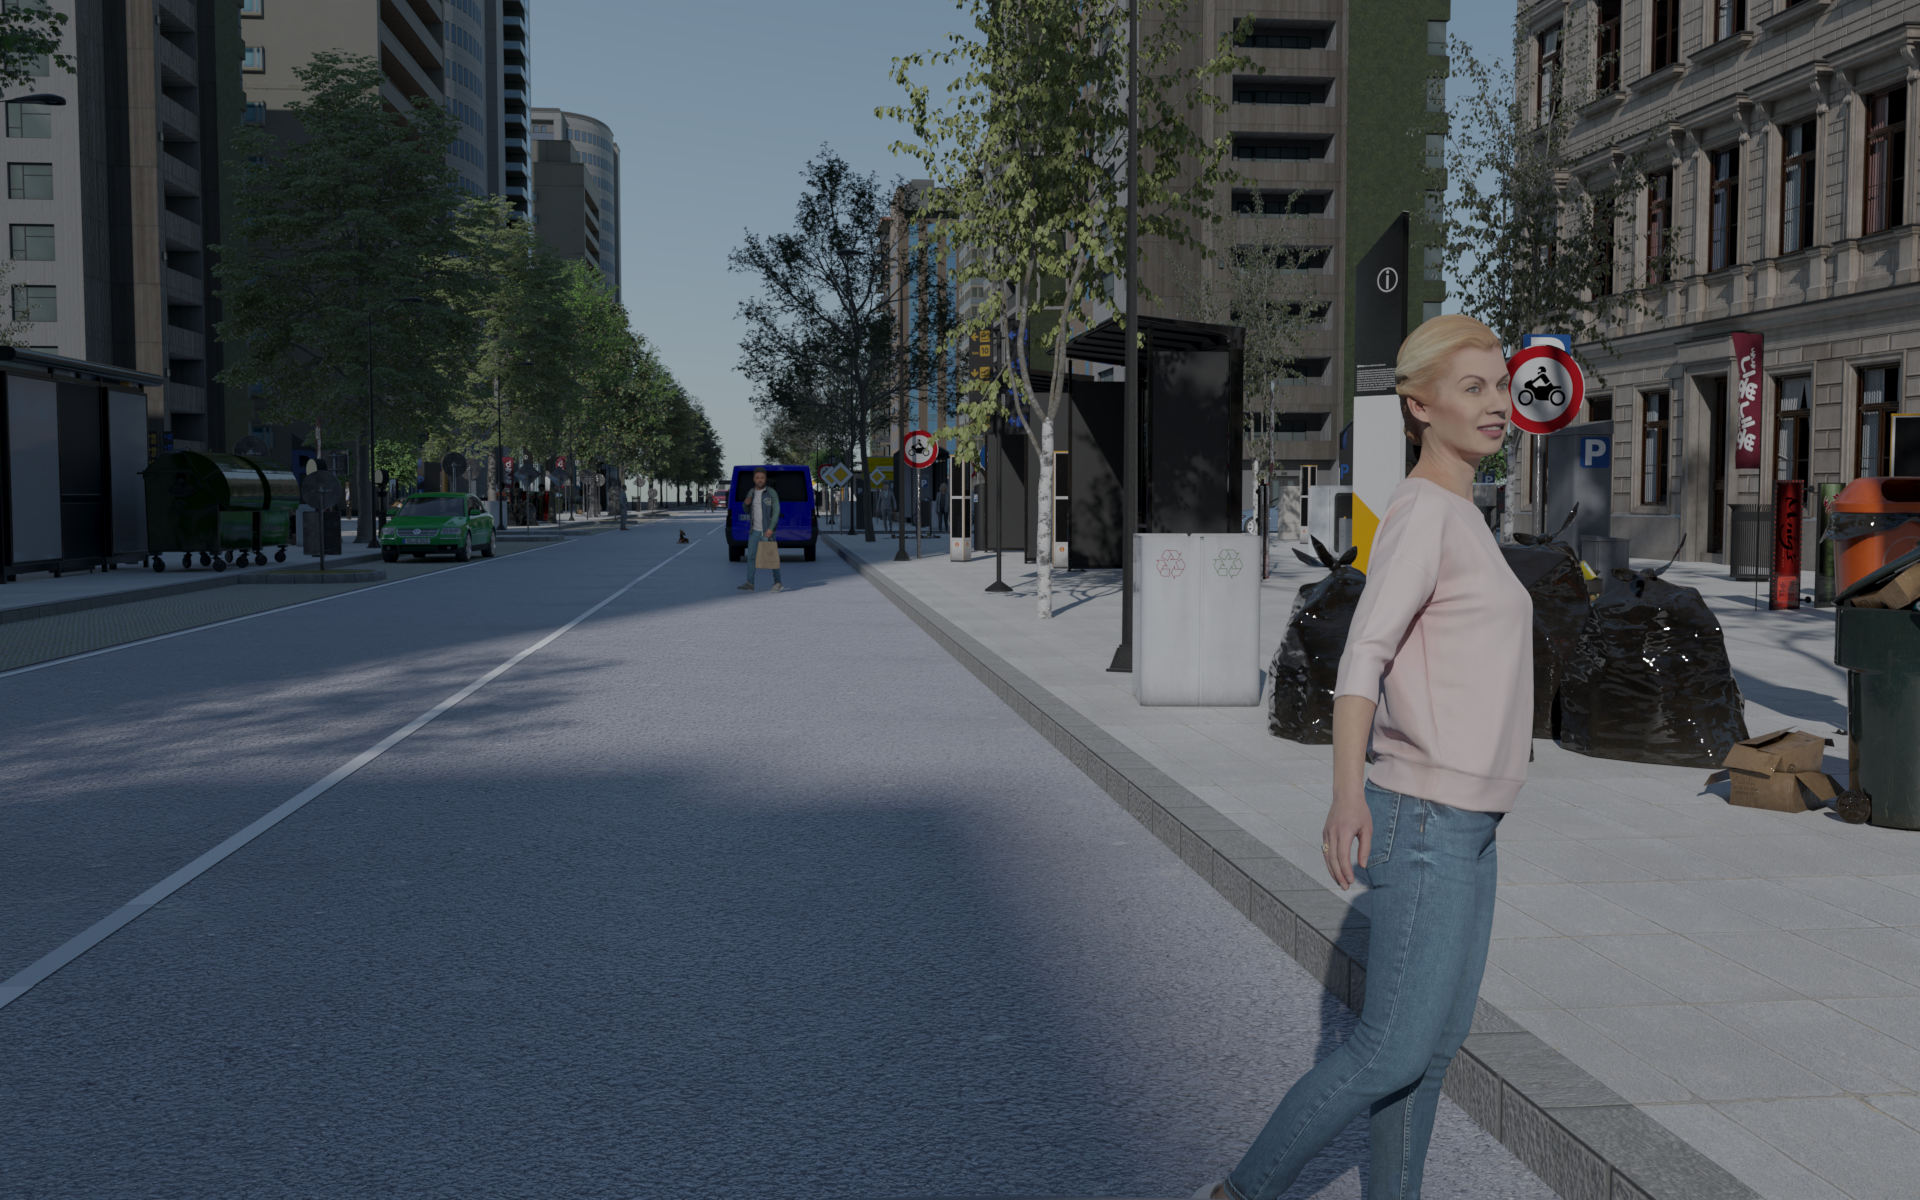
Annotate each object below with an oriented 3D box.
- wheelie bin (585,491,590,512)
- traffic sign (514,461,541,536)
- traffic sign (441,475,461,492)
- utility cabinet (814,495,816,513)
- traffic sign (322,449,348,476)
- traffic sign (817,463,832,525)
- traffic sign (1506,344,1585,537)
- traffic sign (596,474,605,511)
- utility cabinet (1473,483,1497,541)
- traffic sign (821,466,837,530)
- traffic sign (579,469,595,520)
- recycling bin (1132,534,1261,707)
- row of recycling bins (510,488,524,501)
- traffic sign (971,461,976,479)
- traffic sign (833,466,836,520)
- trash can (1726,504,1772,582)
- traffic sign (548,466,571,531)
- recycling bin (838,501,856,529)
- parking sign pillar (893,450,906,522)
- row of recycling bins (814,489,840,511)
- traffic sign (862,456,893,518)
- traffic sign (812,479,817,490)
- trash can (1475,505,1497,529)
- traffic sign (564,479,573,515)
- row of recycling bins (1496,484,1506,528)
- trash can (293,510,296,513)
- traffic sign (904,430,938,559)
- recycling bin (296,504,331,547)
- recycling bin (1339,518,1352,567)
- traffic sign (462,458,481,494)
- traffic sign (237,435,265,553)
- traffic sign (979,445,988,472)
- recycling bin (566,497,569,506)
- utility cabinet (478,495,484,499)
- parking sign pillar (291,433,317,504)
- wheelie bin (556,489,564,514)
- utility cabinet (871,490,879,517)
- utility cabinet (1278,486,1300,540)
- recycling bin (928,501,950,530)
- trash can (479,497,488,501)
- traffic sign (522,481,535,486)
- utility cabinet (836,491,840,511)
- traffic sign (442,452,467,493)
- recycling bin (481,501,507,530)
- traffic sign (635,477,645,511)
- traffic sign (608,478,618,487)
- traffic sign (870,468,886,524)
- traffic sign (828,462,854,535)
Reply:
[{"bbox_3d":[-26.060,-6.990,122.197,0.693,1.594,0.980,0,4,1],"label":"wheelie bin"},{"bbox_3d":[-13.197,-3.012,52.886,0.795,2.450,0.064,0,4,-6],"label":"traffic sign"},{"bbox_3d":[-22.551,-4.693,76.727,0.884,2.594,0.081,0,4,1],"label":"traffic sign"},{"bbox_3d":[-9.788,-6.222,112.895,0.306,1.237,1.020,2,4,29],"label":"utility cabinet"},{"bbox_3d":[-14.308,-2.296,39.670,0.606,2.300,0.079,0,4,2],"label":"traffic sign"},{"bbox_3d":[-5.552,-4.411,72.220,0.768,2.556,0.104,0,4,3],"label":"traffic sign"},{"bbox_3d":[4.941,-0.900,14.827,0.768,2.556,0.104,0,4,-6],"label":"traffic sign"},{"bbox_3d":[-22.793,-6.683,109.372,0.768,2.556,0.104,0,4,-4],"label":"traffic sign"},{"bbox_3d":[10.156,-1.602,34.869,1.173,1.500,0.318,2,4,31],"label":"utility cabinet"},{"bbox_3d":[-4.578,-3.560,61.840,0.795,2.450,0.064,0,4,-6],"label":"traffic sign"},{"bbox_3d":[-18.629,-5.287,86.542,0.768,2.556,0.104,0,4,-5],"label":"traffic sign"},{"bbox_3d":[1.460,0.109,10.772,0.722,1.027,0.722,0,4,1],"label":"recycling bin"},{"bbox_3d":[-29.613,-6.642,115.705,3.534,1.692,1.069,3,5,42],"label":"row of recycling bins"},{"bbox_3d":[0.223,-3.850,63.046,0.768,2.556,0.104,0,4,2],"label":"traffic sign"},{"bbox_3d":[-5.684,-4.732,77.476,0.768,2.556,0.104,0,4,1],"label":"traffic sign"},{"bbox_3d":[11.618,-0.839,25.367,0.748,1.137,0.748,0,3,0],"label":"trash can"},{"bbox_3d":[-14.068,-3.497,60.824,0.795,2.450,0.064,0,4,-6],"label":"traffic sign"},{"bbox_3d":[-4.116,-3.162,64.246,0.722,1.027,0.722,-1,4,-12],"label":"recycling bin"},{"bbox_3d":[-2.358,-5.521,78.745,1.447,3.967,1.447,1,4,20],"label":"parking sign pillar"},{"bbox_3d":[-10.775,-7.647,132.135,3.534,1.692,1.069,-1,4,-10],"label":"row of recycling bins"},{"bbox_3d":[-4.178,-6.091,93.454,2.265,3.308,0.079,0,4,2],"label":"traffic sign"},{"bbox_3d":[-9.649,-6.908,114.129,0.795,2.450,0.064,0,4,3],"label":"traffic sign"},{"bbox_3d":[6.256,-0.600,21.465,0.748,1.137,0.748,0,3,0],"label":"trash can"},{"bbox_3d":[-24.515,-6.587,107.697,0.884,2.594,0.081,0,4,-2],"label":"traffic sign"},{"bbox_3d":[20.631,-3.631,66.473,1.069,1.692,3.534,-3,5,-39],"label":"row of recycling bins"},{"bbox_3d":[-19.163,-2.297,49.208,0.748,1.137,0.748,0,3,0],"label":"trash can"},{"bbox_3d":[-0.816,-2.094,34.336,0.768,2.556,0.104,0,4,-5],"label":"traffic sign"},{"bbox_3d":[-15.863,-1.835,42.554,0.722,1.027,0.722,-1,4,-9],"label":"recycling bin"},{"bbox_3d":[4.338,-0.324,17.859,0.722,1.027,0.722,0,4,-1],"label":"recycling bin"},{"bbox_3d":[-17.313,-3.738,61.215,0.768,2.556,0.104,0,4,0],"label":"traffic sign"},{"bbox_3d":[-15.366,-2.292,37.576,0.768,2.556,0.104,0,4,-4],"label":"traffic sign"},{"bbox_3d":[0.838,-2.571,42.141,0.768,2.556,0.104,0,3,0],"label":"traffic sign"},{"bbox_3d":[-30.282,-7.328,132.374,0.722,1.027,0.722,-1,4,-23],"label":"recycling bin"},{"bbox_3d":[-32.591,-6.527,117.874,0.306,1.237,1.020,-1,4,-9],"label":"utility cabinet"},{"bbox_3d":[-28.697,-5.363,76.149,1.447,3.967,1.447,0,4,-7],"label":"parking sign pillar"},{"bbox_3d":[-26.011,-6.349,111.713,0.980,1.594,0.693,3,4,39],"label":"wheelie bin"},{"bbox_3d":[-5.057,-5.285,95.081,1.173,1.500,0.318,0,4,3],"label":"utility cabinet"},{"bbox_3d":[9.437,-2.418,48.213,1.173,1.500,0.318,-1,4,-19],"label":"utility cabinet"},{"bbox_3d":[-0.688,-3.047,62.372,0.722,1.027,0.722,1,4,22],"label":"recycling bin"},{"bbox_3d":[-21.388,-4.105,78.771,0.748,1.137,0.748,0,3,0],"label":"trash can"},{"bbox_3d":[-21.604,-5.176,86.762,0.606,2.300,0.079,0,4,-4],"label":"traffic sign"},{"bbox_3d":[-9.315,-7.431,130.173,0.318,1.500,1.173,-3,5,-41],"label":"utility cabinet"},{"bbox_3d":[-15.324,-3.206,52.530,0.768,2.556,0.104,0,4,1],"label":"traffic sign"},{"bbox_3d":[-16.846,-3.057,62.544,0.722,1.027,0.722,3,5,43],"label":"recycling bin"},{"bbox_3d":[-23.872,-7.903,129.314,0.768,2.556,0.104,0,4,-3],"label":"traffic sign"},{"bbox_3d":[-27.064,-8.257,135.104,0.768,2.556,0.104,0,4,1],"label":"traffic sign"},{"bbox_3d":[-3.615,-4.539,75.404,0.795,2.450,0.064,0,4,-3],"label":"traffic sign"},{"bbox_3d":[-3.708,-3.074,53.903,0.795,2.450,0.064,0,4,-6],"label":"traffic sign"}]
